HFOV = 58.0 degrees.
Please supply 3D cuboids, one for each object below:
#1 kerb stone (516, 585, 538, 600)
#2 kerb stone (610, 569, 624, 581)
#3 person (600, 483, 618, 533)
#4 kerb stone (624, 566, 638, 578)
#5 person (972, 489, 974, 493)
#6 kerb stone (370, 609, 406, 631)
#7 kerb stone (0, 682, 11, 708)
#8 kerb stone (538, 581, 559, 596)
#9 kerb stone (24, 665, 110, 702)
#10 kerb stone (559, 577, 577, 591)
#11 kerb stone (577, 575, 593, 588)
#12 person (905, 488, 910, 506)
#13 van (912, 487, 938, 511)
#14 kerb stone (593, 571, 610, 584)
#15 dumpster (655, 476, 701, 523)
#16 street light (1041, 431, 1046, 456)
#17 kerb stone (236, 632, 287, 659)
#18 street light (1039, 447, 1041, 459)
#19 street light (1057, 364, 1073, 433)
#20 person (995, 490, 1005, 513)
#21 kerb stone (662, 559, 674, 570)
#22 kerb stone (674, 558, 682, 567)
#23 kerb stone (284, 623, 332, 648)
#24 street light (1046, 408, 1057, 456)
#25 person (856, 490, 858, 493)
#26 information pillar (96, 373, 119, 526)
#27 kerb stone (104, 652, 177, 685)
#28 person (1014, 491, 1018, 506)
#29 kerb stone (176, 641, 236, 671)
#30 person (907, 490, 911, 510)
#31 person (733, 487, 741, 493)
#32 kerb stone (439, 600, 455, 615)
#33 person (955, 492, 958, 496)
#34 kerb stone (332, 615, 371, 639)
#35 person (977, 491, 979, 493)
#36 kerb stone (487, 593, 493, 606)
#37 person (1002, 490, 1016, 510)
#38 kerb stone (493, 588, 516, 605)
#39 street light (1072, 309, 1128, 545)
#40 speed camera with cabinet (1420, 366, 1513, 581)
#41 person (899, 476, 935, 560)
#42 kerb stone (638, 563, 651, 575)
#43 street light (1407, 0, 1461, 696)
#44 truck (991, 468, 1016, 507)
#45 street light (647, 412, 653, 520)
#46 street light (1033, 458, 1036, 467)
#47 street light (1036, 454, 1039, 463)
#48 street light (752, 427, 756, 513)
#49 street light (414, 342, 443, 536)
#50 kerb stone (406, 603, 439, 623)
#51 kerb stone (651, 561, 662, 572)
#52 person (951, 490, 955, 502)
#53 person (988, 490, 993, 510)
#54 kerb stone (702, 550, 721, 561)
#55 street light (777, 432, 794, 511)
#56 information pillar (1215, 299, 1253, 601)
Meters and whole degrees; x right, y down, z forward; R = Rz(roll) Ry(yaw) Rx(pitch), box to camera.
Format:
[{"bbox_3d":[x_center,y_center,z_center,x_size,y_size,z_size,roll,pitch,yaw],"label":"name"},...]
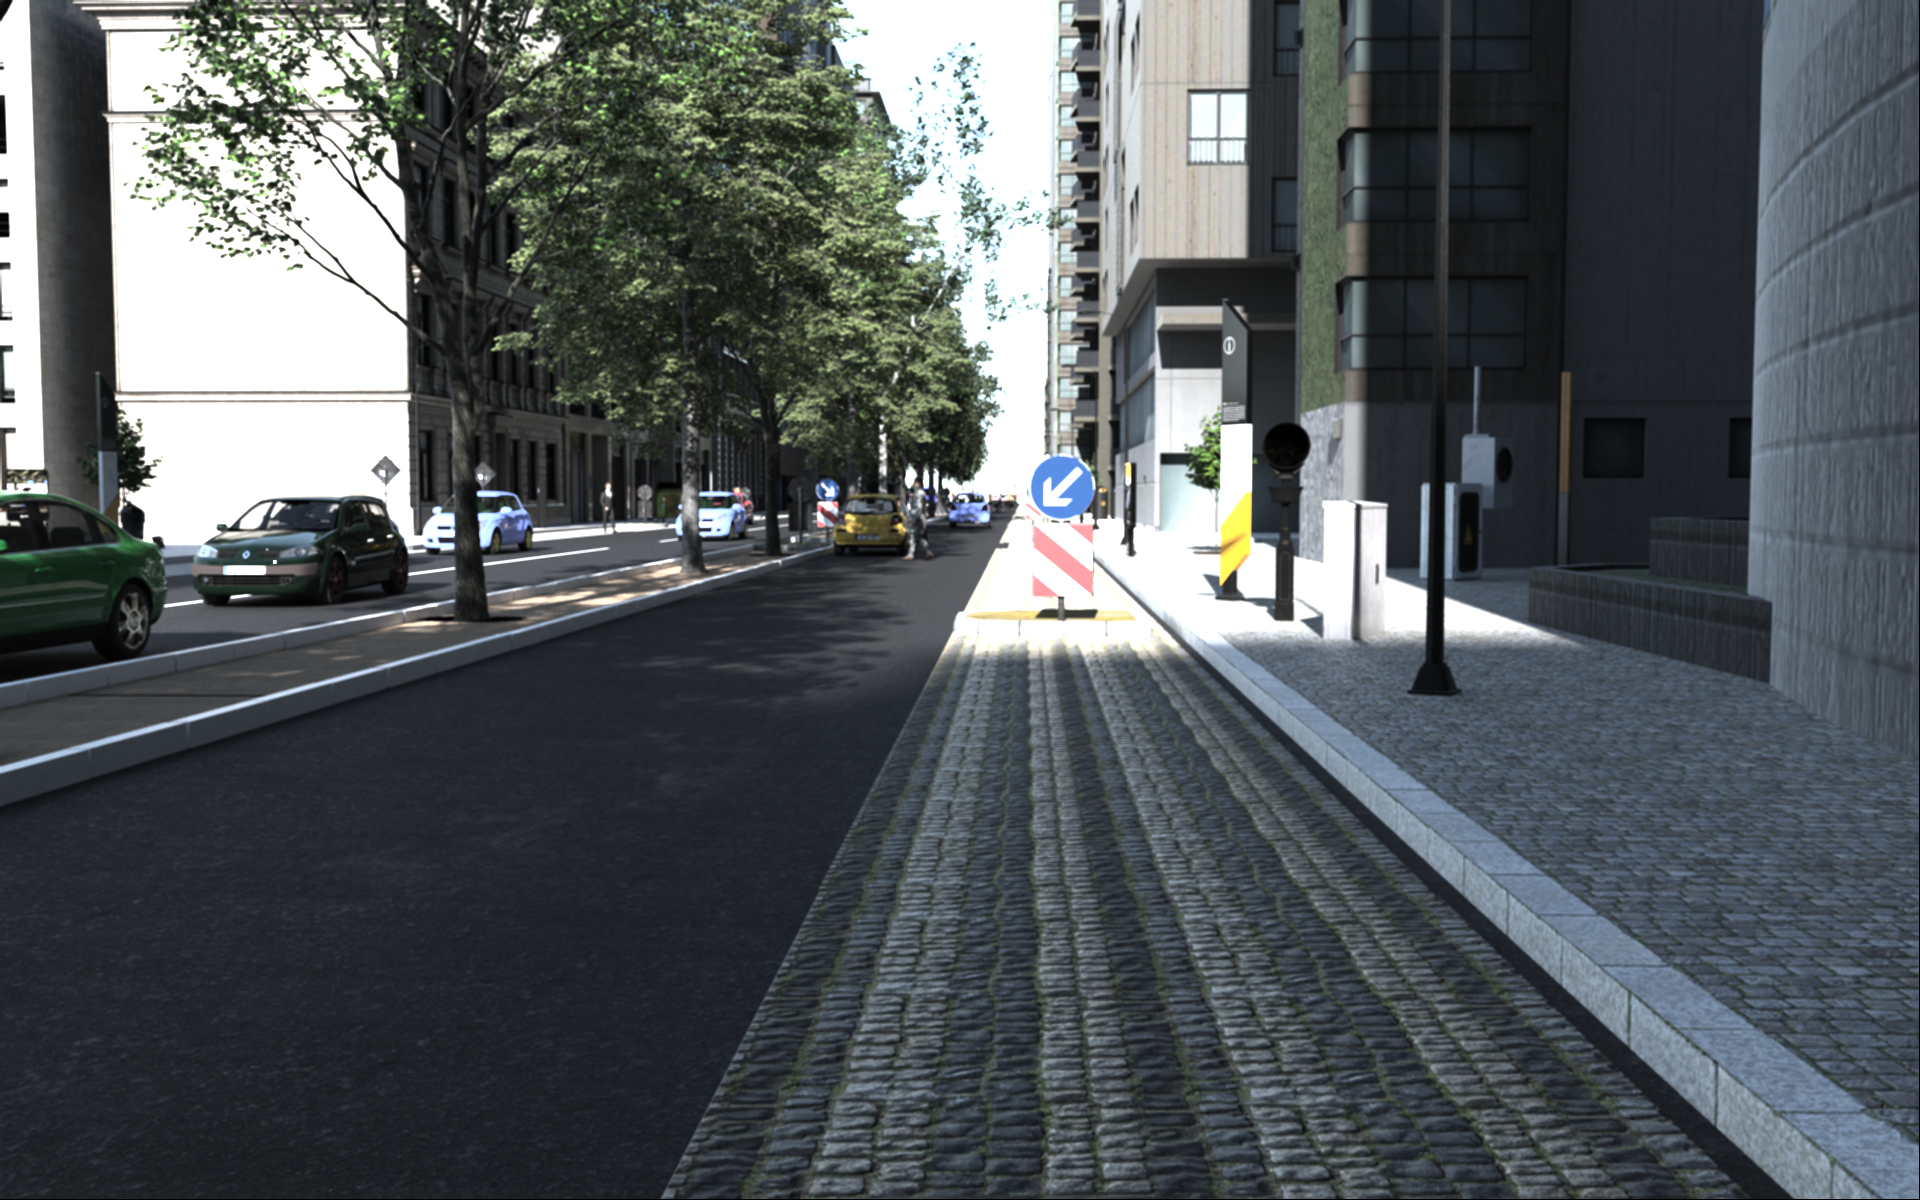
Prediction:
[{"bbox_3d":[-5.980,-0.086,23.597,0.120,0.150,1.000,0,4,2],"label":"kerb stone"},{"bbox_3d":[-5.789,-0.398,28.716,0.120,0.150,1.000,0,4,2],"label":"kerb stone"},{"bbox_3d":[-12.792,-3.361,63.229,0.659,1.850,0.755,-3,4,-38],"label":"person"},{"bbox_3d":[-5.747,-0.460,29.752,0.120,0.150,1.000,0,4,2],"label":"kerb stone"},{"bbox_3d":[1.031,-7.836,136.621,1.348,1.824,0.705,0,4,1],"label":"person"},{"bbox_3d":[-6.178,0.227,18.481,0.120,0.150,1.000,0,4,2],"label":"kerb stone"},{"bbox_3d":[-6.437,0.666,11.313,0.120,0.150,1.000,0,4,2],"label":"kerb stone"},{"bbox_3d":[-5.938,-0.134,24.622,0.120,0.150,1.000,0,4,2],"label":"kerb stone"},{"bbox_3d":[-6.403,0.603,12.340,0.120,0.150,1.000,0,4,2],"label":"kerb stone"},{"bbox_3d":[-5.899,-0.206,25.650,0.120,0.150,1.000,0,4,2],"label":"kerb stone"},{"bbox_3d":[-5.870,-0.274,26.671,0.120,0.150,1.000,0,4,2],"label":"kerb stone"},{"bbox_3d":[-3.353,-5.930,105.572,0.709,1.813,0.853,1,4,12],"label":"person"},{"bbox_3d":[-2.847,-8.755,147.526,2.240,2.365,5.245,0,4,2],"label":"van"},{"bbox_3d":[-5.823,-0.329,27.695,0.120,0.150,1.000,0,4,2],"label":"kerb stone"},{"bbox_3d":[-13.191,-4.654,81.045,1.985,2.255,1.502,0,4,3],"label":"dumpster"},{"bbox_3d":[6.850,-9.432,126.755,1.470,5.913,1.316,0,4,2],"label":"street light"},{"bbox_3d":[-6.289,0.419,15.417,0.120,0.150,1.000,0,4,2],"label":"kerb stone"},{"bbox_3d":[7.230,-10.130,138.161,1.470,5.913,1.316,0,4,2],"label":"street light"},{"bbox_3d":[4.319,-5.464,61.873,1.470,5.913,1.316,0,4,2],"label":"street light"},{"bbox_3d":[3.029,-7.487,131.857,0.756,1.711,0.436,0,3,0],"label":"person"},{"bbox_3d":[-5.631,-0.650,32.826,0.120,0.150,1.000,0,4,2],"label":"kerb stone"},{"bbox_3d":[-5.593,-0.713,33.853,0.120,0.150,1.000,0,4,2],"label":"kerb stone"},{"bbox_3d":[-6.241,0.352,16.438,0.120,0.150,1.000,0,4,2],"label":"kerb stone"},{"bbox_3d":[5.577,-7.433,94.066,1.470,5.913,1.316,0,4,2],"label":"street light"},{"bbox_3d":[-7.641,-7.361,129.558,1.217,1.736,0.721,0,4,-7],"label":"person"},{"bbox_3d":[-16.617,-2.594,33.763,0.183,3.616,0.504,0,4,8],"label":"information pillar"},{"bbox_3d":[-6.368,0.540,13.373,0.120,0.150,1.000,0,4,2],"label":"kerb stone"},{"bbox_3d":[6.979,-12.731,216.590,0.705,1.831,1.348,-1,4,-18],"label":"person"},{"bbox_3d":[-6.324,0.479,14.395,0.120,0.150,1.000,0,4,2],"label":"kerb stone"},{"bbox_3d":[-3.952,-7.421,130.504,0.551,1.740,0.621,1,4,16],"label":"person"},{"bbox_3d":[-12.648,-5.478,98.042,0.580,1.828,0.573,1,4,17],"label":"person"},{"bbox_3d":[-6.092,0.102,20.526,0.120,0.150,1.000,0,4,2],"label":"kerb stone"},{"bbox_3d":[-0.380,-16.753,283.192,1.217,1.735,0.721,0,4,2],"label":"person"},{"bbox_3d":[-6.209,0.290,17.459,0.120,0.150,1.000,0,4,2],"label":"kerb stone"},{"bbox_3d":[1.437,-8.477,147.815,0.721,1.735,1.217,1,4,15],"label":"person"},{"bbox_3d":[-6.053,0.040,21.547,0.120,0.150,1.000,0,4,2],"label":"kerb stone"},{"bbox_3d":[4.334,-8.925,154.521,1.348,1.812,0.705,-1,4,-15],"label":"person"},{"bbox_3d":[-6.023,-0.023,22.576,0.120,0.150,1.000,0,4,2],"label":"kerb stone"},{"bbox_3d":[3.656,-4.350,43.669,1.470,5.913,1.316,0,4,2],"label":"street light"},{"bbox_3d":[7.709,-1.952,26.258,0.660,3.252,2.038,3,5,41],"label":"speed camera with cabinet"},{"bbox_3d":[-0.932,-1.764,37.437,0.767,1.812,0.694,0,4,-1],"label":"person"},{"bbox_3d":[-5.709,-0.523,30.773,0.120,0.150,1.000,0,4,2],"label":"kerb stone"},{"bbox_3d":[2.521,-2.354,11.033,1.470,5.913,1.316,0,4,2],"label":"street light"},{"bbox_3d":[4.798,-12.474,192.864,2.839,4.237,11.283,0,4,2],"label":"truck"},{"bbox_3d":[-14.642,-6.859,84.689,1.470,5.913,1.316,0,4,2],"label":"street light"},{"bbox_3d":[9.615,-14.079,202.734,1.470,5.913,1.316,0,4,2],"label":"street light"},{"bbox_3d":[8.456,-12.099,170.355,1.470,5.913,1.316,0,4,2],"label":"street light"},{"bbox_3d":[-13.457,-8.828,116.884,1.470,5.913,1.316,0,4,2],"label":"street light"},{"bbox_3d":[-15.895,-4.890,52.496,1.470,5.913,1.316,0,4,2],"label":"street light"},{"bbox_3d":[-6.128,0.168,19.502,0.120,0.150,1.000,0,4,2],"label":"kerb stone"},{"bbox_3d":[-5.676,-0.587,31.800,0.120,0.150,1.000,0,4,2],"label":"kerb stone"},{"bbox_3d":[-0.641,-9.706,167.125,0.705,1.831,1.348,1,4,9],"label":"person"},{"bbox_3d":[2.723,-8.902,154.592,0.434,1.755,0.990,2,4,24],"label":"person"},{"bbox_3d":[-5.446,-0.961,37.956,0.120,0.150,1.000,0,4,2],"label":"kerb stone"},{"bbox_3d":[-12.976,-9.556,128.783,1.470,5.913,1.316,0,4,2],"label":"street light"},{"bbox_3d":[3.302,-1.798,20.757,0.183,3.616,0.504,-2,4,-30],"label":"information pillar"}]
